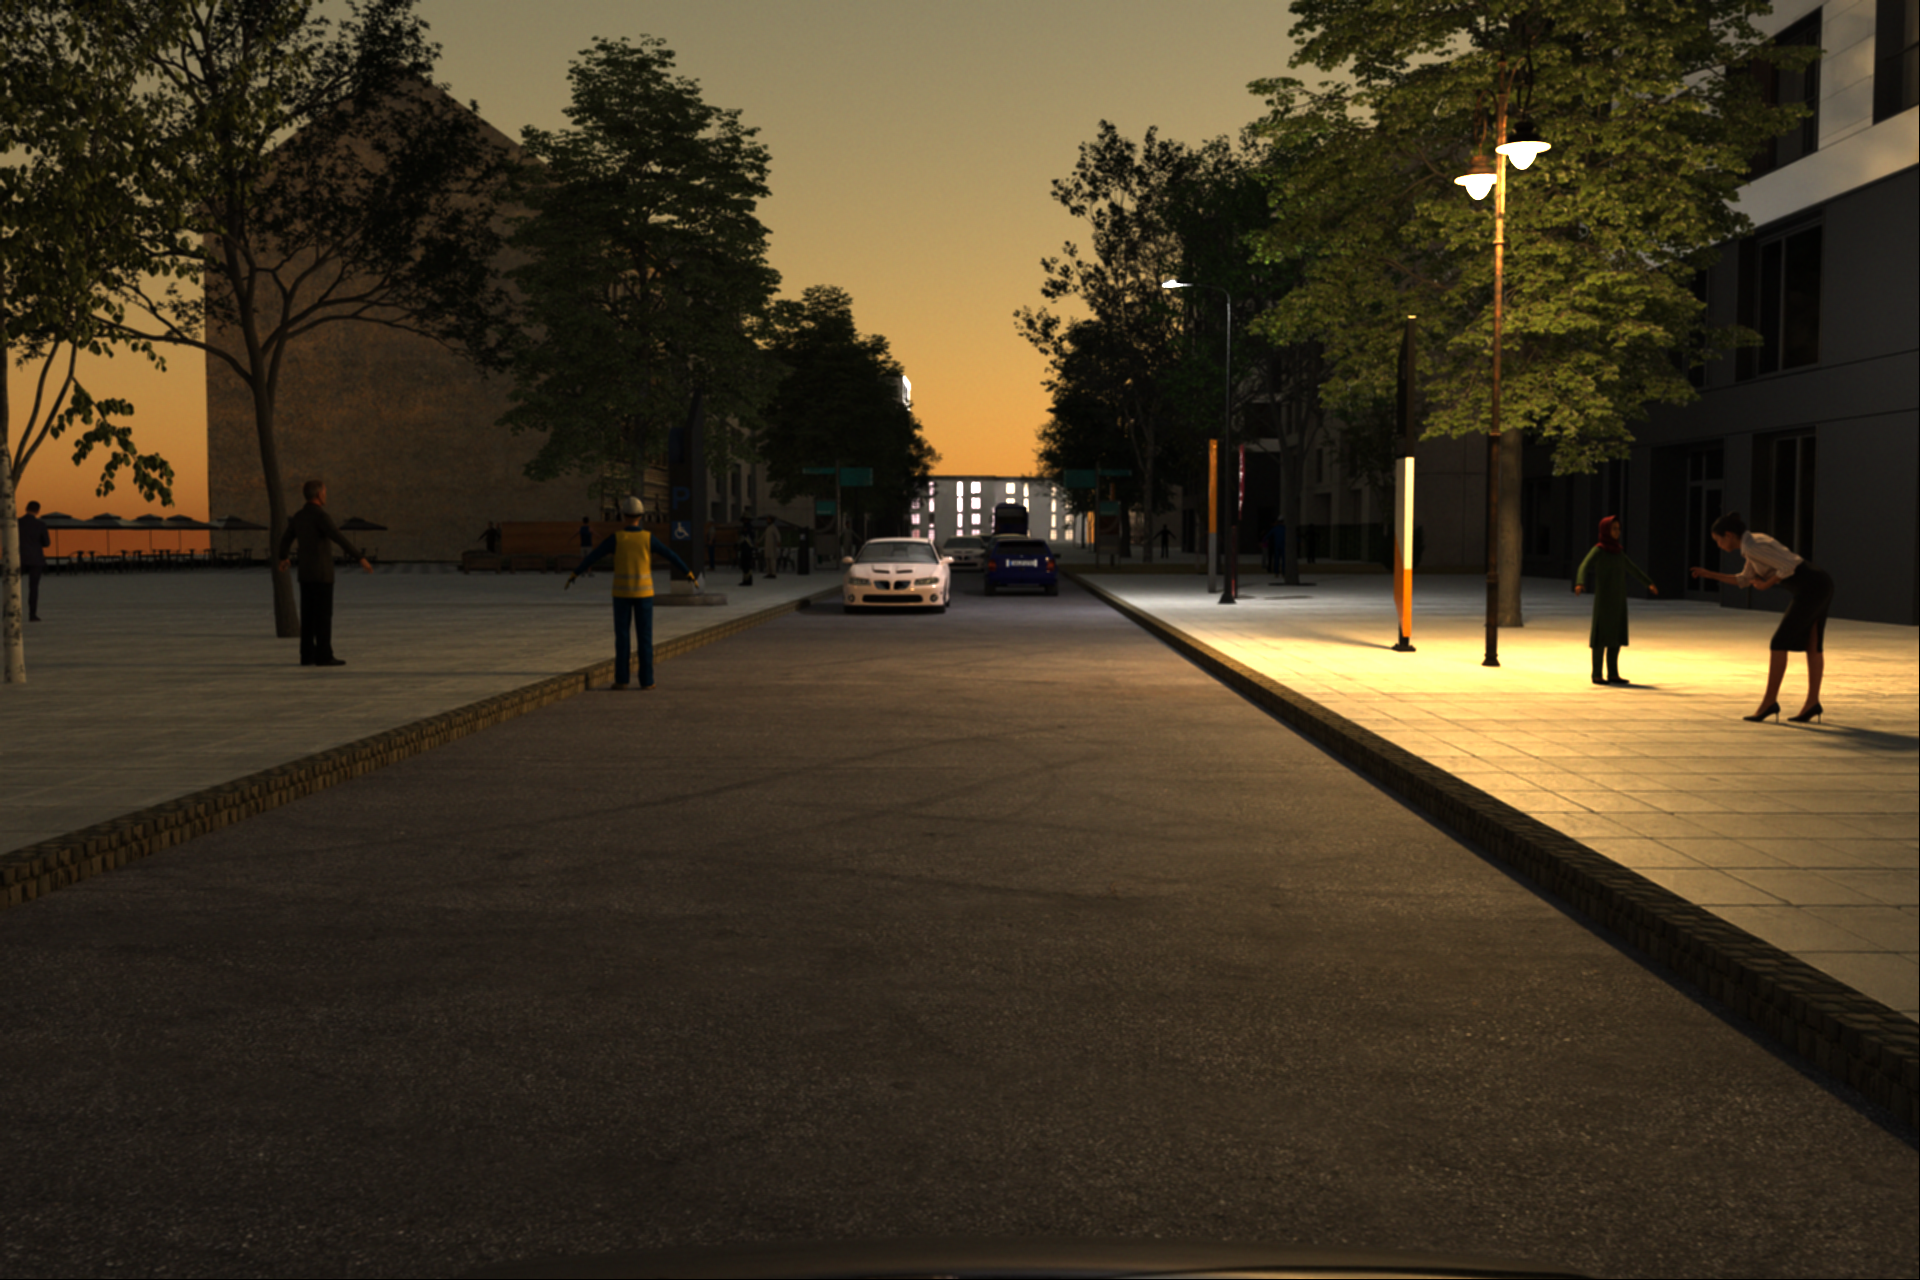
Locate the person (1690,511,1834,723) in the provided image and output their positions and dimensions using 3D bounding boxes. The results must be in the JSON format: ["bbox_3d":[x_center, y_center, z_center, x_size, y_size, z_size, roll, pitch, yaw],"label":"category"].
[{"bbox_3d":[5.522,-0.161,11.865,0.799,1.438,0.628,0,4,-4],"label":"person"}]

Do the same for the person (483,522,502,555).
[{"bbox_3d":[-20.413,-4.297,76.530,1.348,1.796,0.705,0,4,5],"label":"person"}]

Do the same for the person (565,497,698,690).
[{"bbox_3d":[-3.028,-0.434,16.012,1.216,1.772,0.721,-1,4,-14],"label":"person"}]

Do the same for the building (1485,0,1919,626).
[{"bbox_3d":[27.409,-11.959,39.509,27.936,21.610,32.646,0,4,1],"label":"building"}]

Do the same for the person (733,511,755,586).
[{"bbox_3d":[-5.330,-2.273,43.031,0.704,1.845,1.351,1,4,9],"label":"person"}]

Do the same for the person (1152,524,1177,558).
[{"bbox_3d":[10.995,-5.310,93.011,1.347,1.806,0.705,0,4,-5],"label":"person"}]

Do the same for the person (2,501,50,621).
[{"bbox_3d":[-13.780,-1.166,25.548,0.683,1.767,0.568,-1,4,-21],"label":"person"}]

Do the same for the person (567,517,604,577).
[{"bbox_3d":[-11.253,-2.816,52.208,1.345,1.807,0.704,1,4,11],"label":"person"}]

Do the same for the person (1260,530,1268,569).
[{"bbox_3d":[11.325,-3.348,64.006,0.599,1.433,0.991,-1,4,-19],"label":"person"}]

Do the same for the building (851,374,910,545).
[{"bbox_3d":[-21.205,-22.970,219.531,27.936,21.610,32.646,0,4,2],"label":"building"}]

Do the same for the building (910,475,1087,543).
[{"bbox_3d":[4.501,-18.627,249.157,28.070,9.664,9.099,0,4,-6],"label":"building"}]

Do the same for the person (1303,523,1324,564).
[{"bbox_3d":[15.358,-4.200,75.386,0.721,1.740,1.216,-2,4,-35],"label":"person"}]

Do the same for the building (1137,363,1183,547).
[{"bbox_3d":[28.549,-21.425,181.227,19.493,23.208,18.063,0,4,2],"label":"building"}]

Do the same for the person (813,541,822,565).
[{"bbox_3d":[-5.917,-4.043,72.222,0.704,1.817,1.347,-1,4,-12],"label":"person"}]

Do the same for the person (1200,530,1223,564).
[{"bbox_3d":[10.679,-4.116,74.099,1.217,1.733,0.721,2,4,25],"label":"person"}]

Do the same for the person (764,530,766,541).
[{"bbox_3d":[-8.993,-4.627,81.775,0.705,1.813,1.348,1,4,17],"label":"person"}]

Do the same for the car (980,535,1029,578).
[{"bbox_3d":[1.676,-2.790,57.624,2.014,1.417,4.499,0,4,1],"label":"car"}]

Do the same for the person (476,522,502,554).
[{"bbox_3d":[-19.961,-4.126,73.599,1.346,1.812,0.704,2,4,26],"label":"person"}]

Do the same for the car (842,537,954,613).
[{"bbox_3d":[-1.145,-1.250,32.797,2.083,1.381,4.827,0,4,1],"label":"car"}]

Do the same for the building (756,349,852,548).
[{"bbox_3d":[-21.244,-19.284,181.743,16.747,18.905,31.486,0,4,2],"label":"building"}]

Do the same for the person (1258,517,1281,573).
[{"bbox_3d":[10.409,-3.150,57.435,1.347,1.837,0.705,3,5,44],"label":"person"}]

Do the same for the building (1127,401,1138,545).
[{"bbox_3d":[29.527,-22.798,203.672,19.493,23.208,18.063,0,4,2],"label":"building"}]

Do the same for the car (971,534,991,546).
[{"bbox_3d":[1.265,-5.636,104.155,2.014,1.417,4.499,0,4,1],"label":"car"}]

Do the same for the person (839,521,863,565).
[{"bbox_3d":[-4.584,-3.967,71.053,1.347,1.806,0.705,-2,4,-35],"label":"person"}]

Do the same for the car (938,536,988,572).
[{"bbox_3d":[0.174,-3.320,66.650,2.083,1.381,4.827,0,4,1],"label":"car"}]

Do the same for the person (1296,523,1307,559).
[{"bbox_3d":[17.612,-5.165,90.223,1.354,1.858,0.705,-3,5,-44],"label":"person"}]

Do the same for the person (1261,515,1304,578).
[{"bbox_3d":[9.495,-2.770,51.164,1.347,1.842,0.705,2,4,34],"label":"person"}]

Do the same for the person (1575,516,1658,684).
[{"bbox_3d":[5.594,-0.342,14.799,0.989,1.438,0.599,-2,4,-30],"label":"person"}]

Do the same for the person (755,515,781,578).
[{"bbox_3d":[-5.511,-2.701,50.252,0.704,1.819,1.344,-3,4,-36],"label":"person"}]

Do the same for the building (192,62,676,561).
[{"bbox_3d":[-25.919,-15.831,89.768,19.493,23.208,18.063,0,4,1],"label":"building"}]

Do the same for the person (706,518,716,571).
[{"bbox_3d":[-8.732,-3.349,60.610,0.705,1.847,1.347,-1,4,-13],"label":"person"}]

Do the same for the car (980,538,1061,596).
[{"bbox_3d":[1.447,-1.753,41.239,1.945,1.354,3.894,0,4,1],"label":"car"}]

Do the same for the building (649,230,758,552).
[{"bbox_3d":[-24.089,-15.316,116.878,16.747,18.905,31.486,0,4,1],"label":"building"}]

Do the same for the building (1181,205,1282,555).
[{"bbox_3d":[29.591,-17.100,123.566,27.936,21.610,32.646,0,4,1],"label":"building"}]

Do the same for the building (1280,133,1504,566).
[{"bbox_3d":[26.808,-13.376,85.152,16.747,18.905,31.486,0,4,1],"label":"building"}]

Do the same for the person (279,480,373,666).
[{"bbox_3d":[-6.261,-0.656,16.910,1.348,1.807,0.705,2,4,32],"label":"person"}]

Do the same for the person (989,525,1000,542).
[{"bbox_3d":[1.540,-3.825,71.268,0.705,1.796,1.348,2,4,35],"label":"person"}]

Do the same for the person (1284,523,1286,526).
[{"bbox_3d":[17.297,-5.280,92.103,0.705,1.856,1.354,3,4,38],"label":"person"}]

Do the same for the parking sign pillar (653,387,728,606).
[{"bbox_3d":[-4.933,-2.619,31.287,1.447,3.967,1.447,0,4,0],"label":"parking sign pillar"}]
